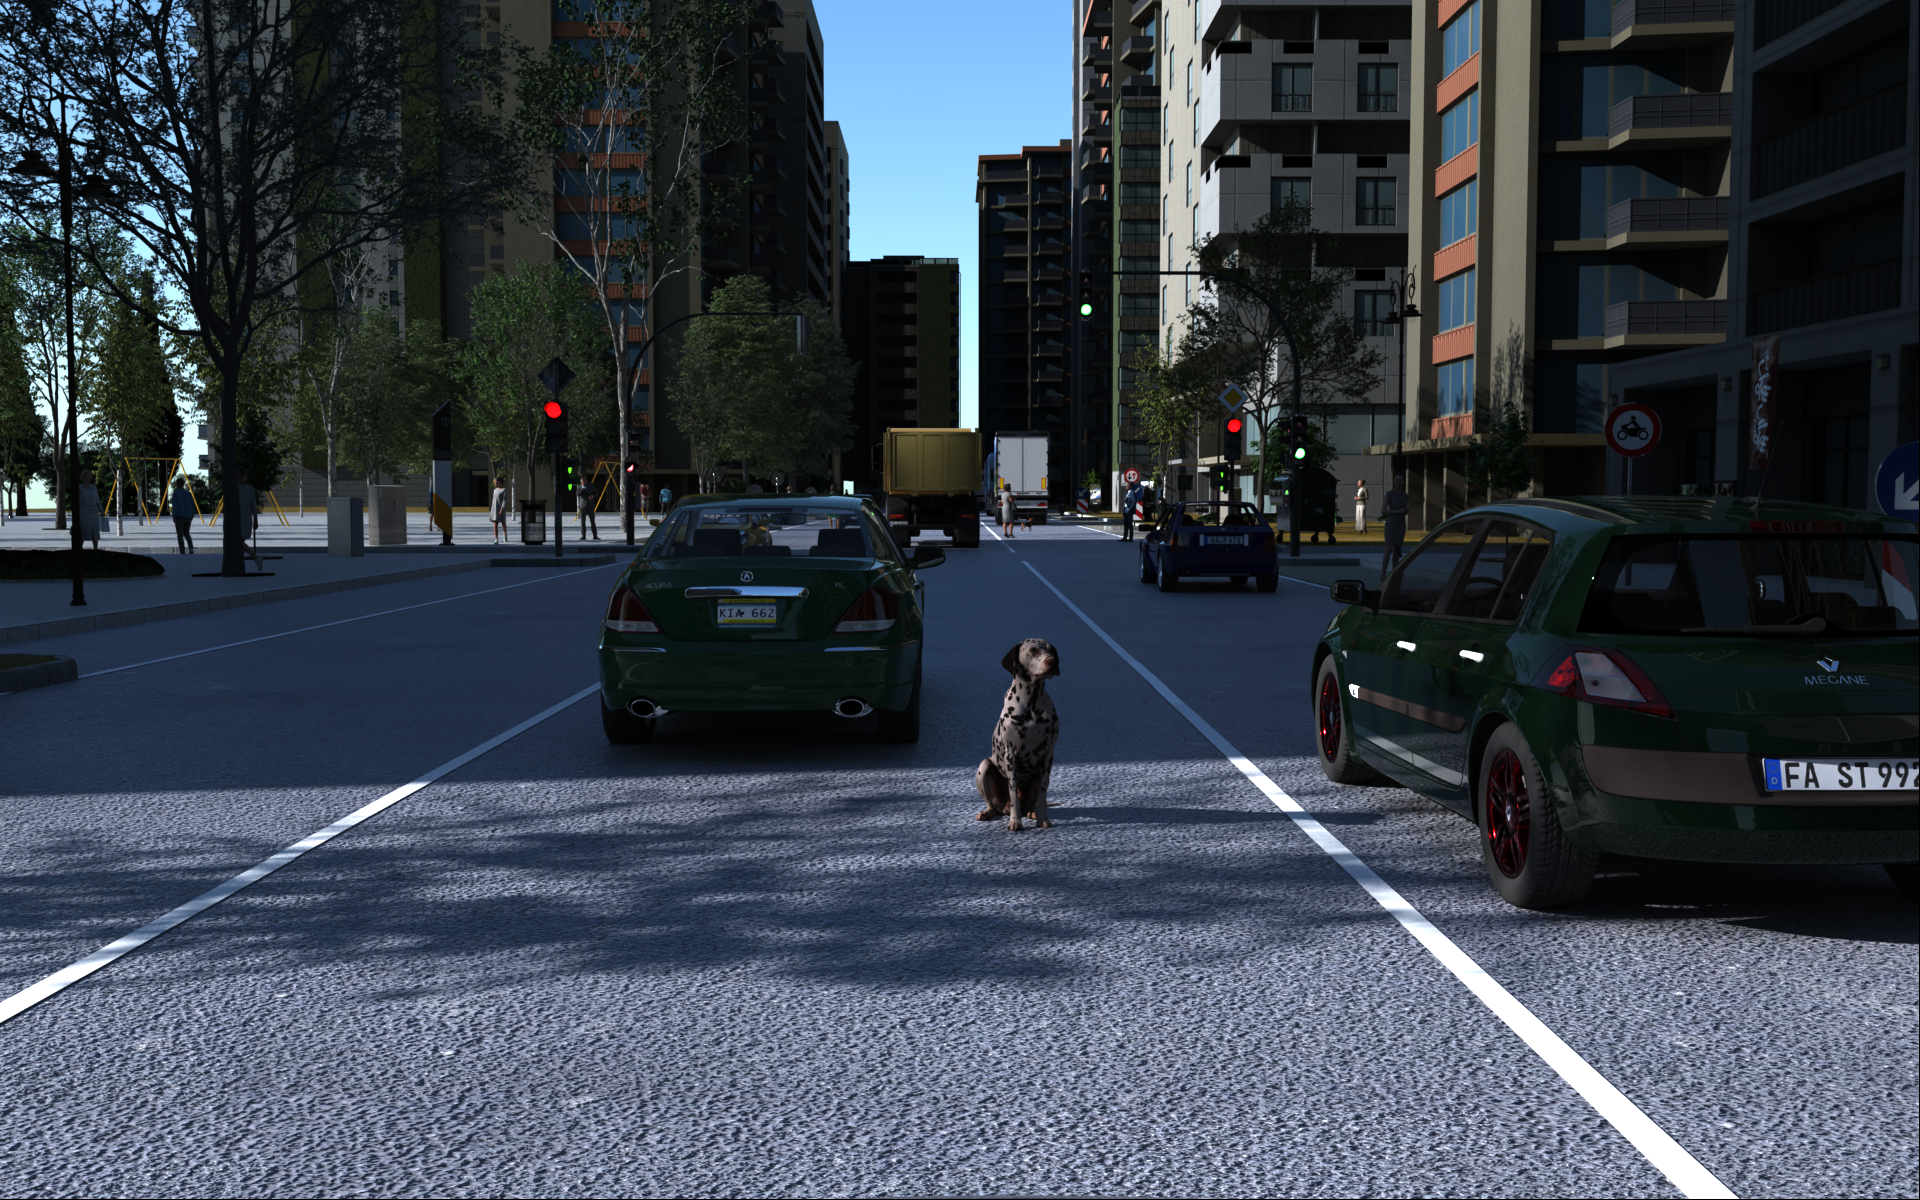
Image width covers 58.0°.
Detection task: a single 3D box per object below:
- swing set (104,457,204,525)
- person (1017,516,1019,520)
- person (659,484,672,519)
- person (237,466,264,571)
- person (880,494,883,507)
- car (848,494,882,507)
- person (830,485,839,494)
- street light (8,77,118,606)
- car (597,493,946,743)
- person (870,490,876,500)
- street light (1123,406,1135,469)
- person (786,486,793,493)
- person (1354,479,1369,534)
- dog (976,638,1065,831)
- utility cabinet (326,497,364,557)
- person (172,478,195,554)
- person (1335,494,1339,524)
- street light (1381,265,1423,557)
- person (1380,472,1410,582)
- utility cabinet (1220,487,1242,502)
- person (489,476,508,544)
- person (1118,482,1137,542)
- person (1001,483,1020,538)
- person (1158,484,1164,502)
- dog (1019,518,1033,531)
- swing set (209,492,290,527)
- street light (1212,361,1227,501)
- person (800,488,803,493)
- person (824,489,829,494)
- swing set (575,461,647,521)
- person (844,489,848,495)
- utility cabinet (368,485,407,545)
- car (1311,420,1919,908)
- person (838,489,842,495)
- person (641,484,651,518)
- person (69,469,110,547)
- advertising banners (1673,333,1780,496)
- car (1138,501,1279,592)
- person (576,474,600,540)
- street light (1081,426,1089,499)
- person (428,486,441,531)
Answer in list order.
[{"bbox_3d":[-34.774,-4.722,74.816,2.862,2.851,3.119,1,4,23],"label":"swing set"},{"bbox_3d":[3.077,-5.225,94.348,0.534,1.772,0.576,3,5,44],"label":"person"},{"bbox_3d":[-15.383,-5.158,90.402,0.660,1.820,0.620,0,4,3],"label":"person"},{"bbox_3d":[-11.703,-1.317,28.333,0.760,1.731,0.466,1,4,15],"label":"person"},{"bbox_3d":[-8.586,-10.677,186.295,0.991,1.433,0.599,-3,5,-44],"label":"person"},{"bbox_3d":[-4.182,-3.757,71.219,2.009,1.686,4.222,0,4,-1],"label":"car"},{"bbox_3d":[-4.805,-3.496,65.912,0.529,1.795,0.600,3,5,42],"label":"person"},{"bbox_3d":[-10.178,-2.877,19.820,0.468,5.910,1.993,0,4,0],"label":"street light"},{"bbox_3d":[-1.155,0.025,11.393,2.131,1.459,4.920,0,4,-1],"label":"car"},{"bbox_3d":[-8.029,-9.120,157.629,0.705,1.821,1.348,2,4,35],"label":"person"},{"bbox_3d":[8.646,-7.090,88.703,0.468,5.910,1.993,0,4,0],"label":"street light"},{"bbox_3d":[-8.033,-4.437,81.274,0.641,1.798,0.478,0,4,-5],"label":"person"},{"bbox_3d":[12.754,-2.970,55.156,0.362,1.759,0.519,-1,4,-22],"label":"person"},{"bbox_3d":[0.337,0.560,7.675,0.513,0.831,0.800,2,4,26],"label":"dog"},{"bbox_3d":[-12.750,-1.516,35.944,1.020,1.237,0.306,3,5,43],"label":"utility cabinet"},{"bbox_3d":[-17.101,-1.792,38.144,0.444,1.785,0.601,3,4,37],"label":"person"},{"bbox_3d":[15.758,-3.831,72.925,0.590,1.304,0.306,-2,4,-25],"label":"person"},{"bbox_3d":[8.934,-3.813,35.132,0.468,5.910,1.993,0,4,0],"label":"street light"},{"bbox_3d":[6.893,-1.134,27.376,0.599,1.781,0.374,-2,4,-24],"label":"person"},{"bbox_3d":[8.846,-2.925,56.506,0.318,1.500,1.173,2,4,30],"label":"utility cabinet"},{"bbox_3d":[-11.847,-2.308,44.535,0.466,1.731,0.760,0,4,-3],"label":"person"},{"bbox_3d":[5.071,-2.647,51.958,0.419,1.800,0.721,-1,4,-22],"label":"person"},{"bbox_3d":[1.692,-2.929,56.751,0.532,1.782,0.716,-2,4,-33],"label":"person"},{"bbox_3d":[10.464,-5.114,89.838,0.419,1.800,0.721,0,4,7],"label":"person"},{"bbox_3d":[2.576,-2.925,67.114,0.406,0.507,0.540,1,4,19],"label":"dog"},{"bbox_3d":[-28.404,-4.370,69.063,2.862,2.851,3.119,-2,4,-25],"label":"swing set"},{"bbox_3d":[8.745,-5.246,58.556,0.468,5.910,1.993,0,4,0],"label":"street light"},{"bbox_3d":[-12.620,-7.959,136.895,0.721,1.735,1.217,2,4,26],"label":"person"},{"bbox_3d":[-8.406,-6.203,110.514,0.593,1.750,0.643,-3,5,-41],"label":"person"},{"bbox_3d":[-16.952,-5.284,84.005,2.862,2.851,3.119,0,4,3],"label":"swing set"},{"bbox_3d":[-10.912,-9.695,165.275,0.721,1.735,1.217,-2,4,-33],"label":"person"},{"bbox_3d":[-14.255,-2.109,43.169,0.318,1.500,1.173,1,4,16],"label":"utility cabinet"},{"bbox_3d":[2.709,0.145,7.409,2.009,1.686,4.222,0,4,-1],"label":"car"},{"bbox_3d":[-13.339,-11.304,190.958,1.348,1.812,0.705,3,4,37],"label":"person"},{"bbox_3d":[-17.231,-5.421,94.645,0.573,1.828,0.580,2,4,32],"label":"person"},{"bbox_3d":[-17.513,-1.739,34.820,0.694,1.780,0.624,-3,4,-36],"label":"person"},{"bbox_3d":[8.779,-1.451,19.908,0.090,3.025,2.074,0,4,-6],"label":"advertising banners"},{"bbox_3d":[3.772,-0.862,26.673,1.945,1.354,3.894,0,4,0],"label":"car"},{"bbox_3d":[-10.459,-2.623,48.731,0.655,1.846,0.447,-1,4,-17],"label":"person"},{"bbox_3d":[8.563,-8.898,118.276,0.468,5.910,1.993,0,4,0],"label":"street light"},{"bbox_3d":[-18.129,-3.291,59.867,0.581,1.822,0.654,-2,4,-33],"label":"person"}]
